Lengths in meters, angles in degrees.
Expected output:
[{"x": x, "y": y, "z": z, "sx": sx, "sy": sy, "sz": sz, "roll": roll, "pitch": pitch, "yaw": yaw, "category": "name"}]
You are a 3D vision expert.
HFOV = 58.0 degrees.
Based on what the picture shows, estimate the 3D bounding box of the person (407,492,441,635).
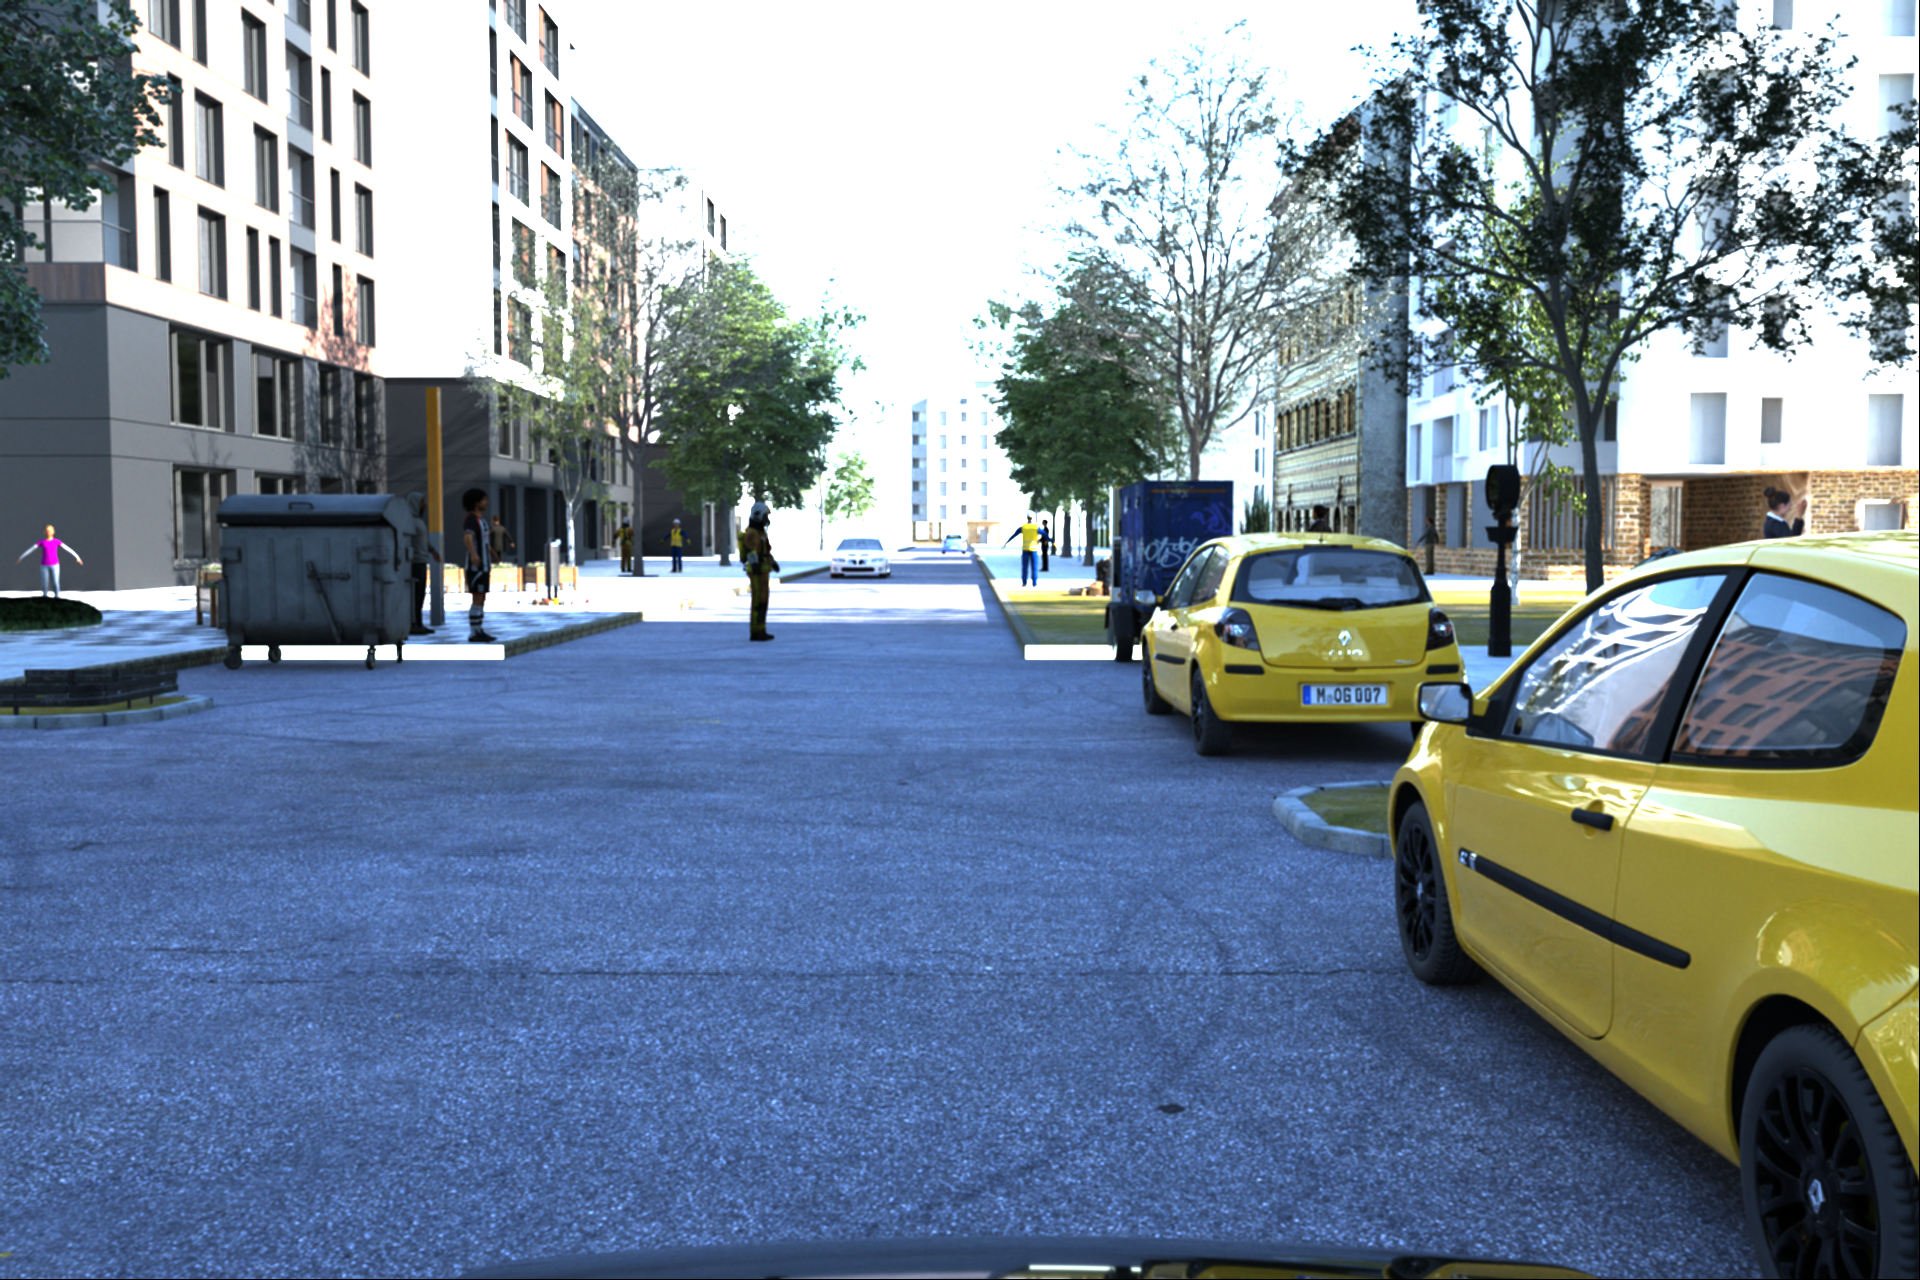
[{"x": -6.917, "y": -0.979, "z": 22.133, "sx": 0.705, "sy": 1.813, "sz": 1.348, "roll": 0, "pitch": 4, "yaw": -2, "category": "person"}]

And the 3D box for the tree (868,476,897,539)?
[{"x": -9.609, "y": -16.366, "z": 217.948, "sx": 4.360, "sy": 8.622, "sz": 3.978, "roll": 0, "pitch": 3, "yaw": 0, "category": "tree"}]

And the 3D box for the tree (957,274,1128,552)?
[{"x": 6.846, "y": -16.259, "z": 121.719, "sx": 12.611, "sy": 20.169, "sz": 13.585, "roll": 0, "pitch": 3, "yaw": 0, "category": "tree"}]

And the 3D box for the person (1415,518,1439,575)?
[{"x": 14.717, "y": -2.941, "z": 54.349, "sx": 0.705, "sy": 1.796, "sz": 1.348, "roll": 3, "pitch": 5, "yaw": 43, "category": "person"}]

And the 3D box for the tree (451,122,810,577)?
[{"x": -9.702, "y": -8.644, "z": 51.702, "sx": 12.009, "sy": 13.543, "sz": 11.850, "roll": 0, "pitch": 3, "yaw": 0, "category": "tree"}]

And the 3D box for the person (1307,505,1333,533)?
[{"x": 5.587, "y": -1.263, "z": 27.378, "sx": 1.216, "sy": 1.740, "sz": 0.721, "roll": -3, "pitch": 5, "yaw": -42, "category": "person"}]

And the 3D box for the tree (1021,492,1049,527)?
[{"x": 10.082, "y": -16.130, "z": 214.095, "sx": 4.360, "sy": 8.622, "sz": 3.978, "roll": 0, "pitch": 3, "yaw": 0, "category": "tree"}]

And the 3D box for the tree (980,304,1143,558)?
[{"x": 5.779, "y": -11.449, "z": 93.841, "sx": 9.857, "sy": 13.997, "sz": 8.962, "roll": 0, "pitch": 3, "yaw": 0, "category": "tree"}]

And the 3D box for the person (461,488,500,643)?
[{"x": -5.705, "y": -0.884, "z": 20.596, "sx": 0.704, "sy": 1.843, "sz": 1.345, "roll": 0, "pitch": 4, "yaw": -5, "category": "person"}]

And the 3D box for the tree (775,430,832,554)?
[{"x": -9.951, "y": -9.680, "z": 108.630, "sx": 4.360, "sy": 8.622, "sz": 3.978, "roll": 0, "pitch": 3, "yaw": 0, "category": "tree"}]

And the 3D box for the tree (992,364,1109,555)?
[{"x": 5.826, "y": -10.934, "z": 104.519, "sx": 9.928, "sy": 11.665, "sz": 9.643, "roll": 0, "pitch": 3, "yaw": 0, "category": "tree"}]

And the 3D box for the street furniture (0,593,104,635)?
[{"x": -16.881, "y": -0.405, "z": 22.244, "sx": 10.072, "sy": 0.657, "sz": 5.734, "roll": 0, "pitch": 4, "yaw": 6, "category": "street furniture"}]

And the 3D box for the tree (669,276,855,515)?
[{"x": -9.647, "y": -10.813, "z": 83.442, "sx": 9.857, "sy": 13.997, "sz": 8.962, "roll": 0, "pitch": 3, "yaw": 0, "category": "tree"}]

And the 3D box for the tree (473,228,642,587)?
[{"x": -9.412, "y": -5.611, "z": 42.105, "sx": 4.360, "sy": 8.622, "sz": 3.978, "roll": 0, "pitch": 3, "yaw": 0, "category": "tree"}]

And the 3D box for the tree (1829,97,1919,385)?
[{"x": 17.652, "y": -5.689, "z": 27.420, "sx": 7.601, "sy": 10.594, "sz": 8.767, "roll": 0, "pitch": 4, "yaw": 3, "category": "tree"}]

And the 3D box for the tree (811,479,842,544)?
[{"x": -16.720, "y": -16.351, "z": 217.695, "sx": 4.737, "sy": 8.622, "sz": 4.395, "roll": 0, "pitch": 3, "yaw": 0, "category": "tree"}]

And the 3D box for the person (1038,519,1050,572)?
[{"x": 2.886, "y": -3.260, "z": 59.481, "sx": 0.705, "sy": 1.806, "sz": 1.347, "roll": -1, "pitch": 4, "yaw": -10, "category": "person"}]

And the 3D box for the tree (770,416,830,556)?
[{"x": -10.009, "y": -9.325, "z": 102.831, "sx": 4.360, "sy": 8.622, "sz": 3.978, "roll": 0, "pitch": 3, "yaw": 0, "category": "tree"}]

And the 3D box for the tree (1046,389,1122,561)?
[{"x": 5.673, "y": -7.973, "z": 80.727, "sx": 4.737, "sy": 8.622, "sz": 4.395, "roll": 0, "pitch": 3, "yaw": 0, "category": "tree"}]

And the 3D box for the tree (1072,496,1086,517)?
[{"x": 16.686, "y": -17.015, "z": 212.610, "sx": 7.601, "sy": 10.594, "sz": 8.767, "roll": 0, "pitch": 4, "yaw": 2, "category": "tree"}]

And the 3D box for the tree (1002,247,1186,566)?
[{"x": 5.328, "y": -9.238, "z": 69.164, "sx": 7.486, "sy": 12.596, "sz": 7.792, "roll": 0, "pitch": 3, "yaw": 0, "category": "tree"}]

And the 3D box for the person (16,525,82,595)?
[{"x": -15.335, "y": -1.217, "z": 29.171, "sx": 0.991, "sy": 1.433, "sz": 0.599, "roll": -1, "pitch": 4, "yaw": -22, "category": "person"}]

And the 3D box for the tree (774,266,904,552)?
[{"x": -10.403, "y": -16.454, "z": 124.919, "sx": 12.611, "sy": 20.169, "sz": 13.585, "roll": 0, "pitch": 3, "yaw": 0, "category": "tree"}]

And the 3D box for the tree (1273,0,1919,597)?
[{"x": 8.470, "y": -5.409, "z": 22.845, "sx": 8.767, "sy": 10.594, "sz": 7.601, "roll": 0, "pitch": 4, "yaw": 8, "category": "tree"}]

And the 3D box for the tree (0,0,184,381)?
[{"x": -12.645, "y": -6.744, "z": 16.927, "sx": 9.857, "sy": 13.997, "sz": 8.962, "roll": 0, "pitch": 3, "yaw": 0, "category": "tree"}]

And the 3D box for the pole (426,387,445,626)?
[{"x": -7.334, "y": -1.858, "z": 24.221, "sx": 0.158, "sy": 3.312, "sz": 0.155, "roll": 0, "pitch": 3, "yaw": 0, "category": "pole"}]

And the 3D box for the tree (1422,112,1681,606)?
[{"x": 10.107, "y": -4.910, "z": 30.643, "sx": 4.737, "sy": 8.622, "sz": 4.395, "roll": 0, "pitch": 3, "yaw": 0, "category": "tree"}]

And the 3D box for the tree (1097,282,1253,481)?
[{"x": 5.657, "y": -6.104, "z": 50.160, "sx": 4.360, "sy": 8.622, "sz": 3.978, "roll": 0, "pitch": 3, "yaw": 0, "category": "tree"}]

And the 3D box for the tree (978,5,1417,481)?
[{"x": 5.620, "y": -7.978, "z": 40.807, "sx": 12.009, "sy": 13.543, "sz": 11.850, "roll": 0, "pitch": 3, "yaw": 0, "category": "tree"}]

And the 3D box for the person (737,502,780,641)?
[{"x": -2.673, "y": -0.922, "z": 23.307, "sx": 0.705, "sy": 1.858, "sz": 1.354, "roll": 0, "pitch": 4, "yaw": 6, "category": "person"}]

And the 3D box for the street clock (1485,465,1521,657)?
[{"x": 5.658, "y": -0.828, "z": 18.104, "sx": 0.358, "sy": 2.002, "sz": 0.471, "roll": 0, "pitch": 3, "yaw": 0, "category": "street clock"}]

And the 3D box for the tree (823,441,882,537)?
[{"x": -13.167, "y": -17.886, "z": 210.565, "sx": 7.486, "sy": 12.596, "sz": 7.792, "roll": 0, "pitch": 3, "yaw": 0, "category": "tree"}]

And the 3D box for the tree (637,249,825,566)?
[{"x": -9.266, "y": -9.227, "z": 68.995, "sx": 7.486, "sy": 12.596, "sz": 7.792, "roll": 0, "pitch": 3, "yaw": 0, "category": "tree"}]
